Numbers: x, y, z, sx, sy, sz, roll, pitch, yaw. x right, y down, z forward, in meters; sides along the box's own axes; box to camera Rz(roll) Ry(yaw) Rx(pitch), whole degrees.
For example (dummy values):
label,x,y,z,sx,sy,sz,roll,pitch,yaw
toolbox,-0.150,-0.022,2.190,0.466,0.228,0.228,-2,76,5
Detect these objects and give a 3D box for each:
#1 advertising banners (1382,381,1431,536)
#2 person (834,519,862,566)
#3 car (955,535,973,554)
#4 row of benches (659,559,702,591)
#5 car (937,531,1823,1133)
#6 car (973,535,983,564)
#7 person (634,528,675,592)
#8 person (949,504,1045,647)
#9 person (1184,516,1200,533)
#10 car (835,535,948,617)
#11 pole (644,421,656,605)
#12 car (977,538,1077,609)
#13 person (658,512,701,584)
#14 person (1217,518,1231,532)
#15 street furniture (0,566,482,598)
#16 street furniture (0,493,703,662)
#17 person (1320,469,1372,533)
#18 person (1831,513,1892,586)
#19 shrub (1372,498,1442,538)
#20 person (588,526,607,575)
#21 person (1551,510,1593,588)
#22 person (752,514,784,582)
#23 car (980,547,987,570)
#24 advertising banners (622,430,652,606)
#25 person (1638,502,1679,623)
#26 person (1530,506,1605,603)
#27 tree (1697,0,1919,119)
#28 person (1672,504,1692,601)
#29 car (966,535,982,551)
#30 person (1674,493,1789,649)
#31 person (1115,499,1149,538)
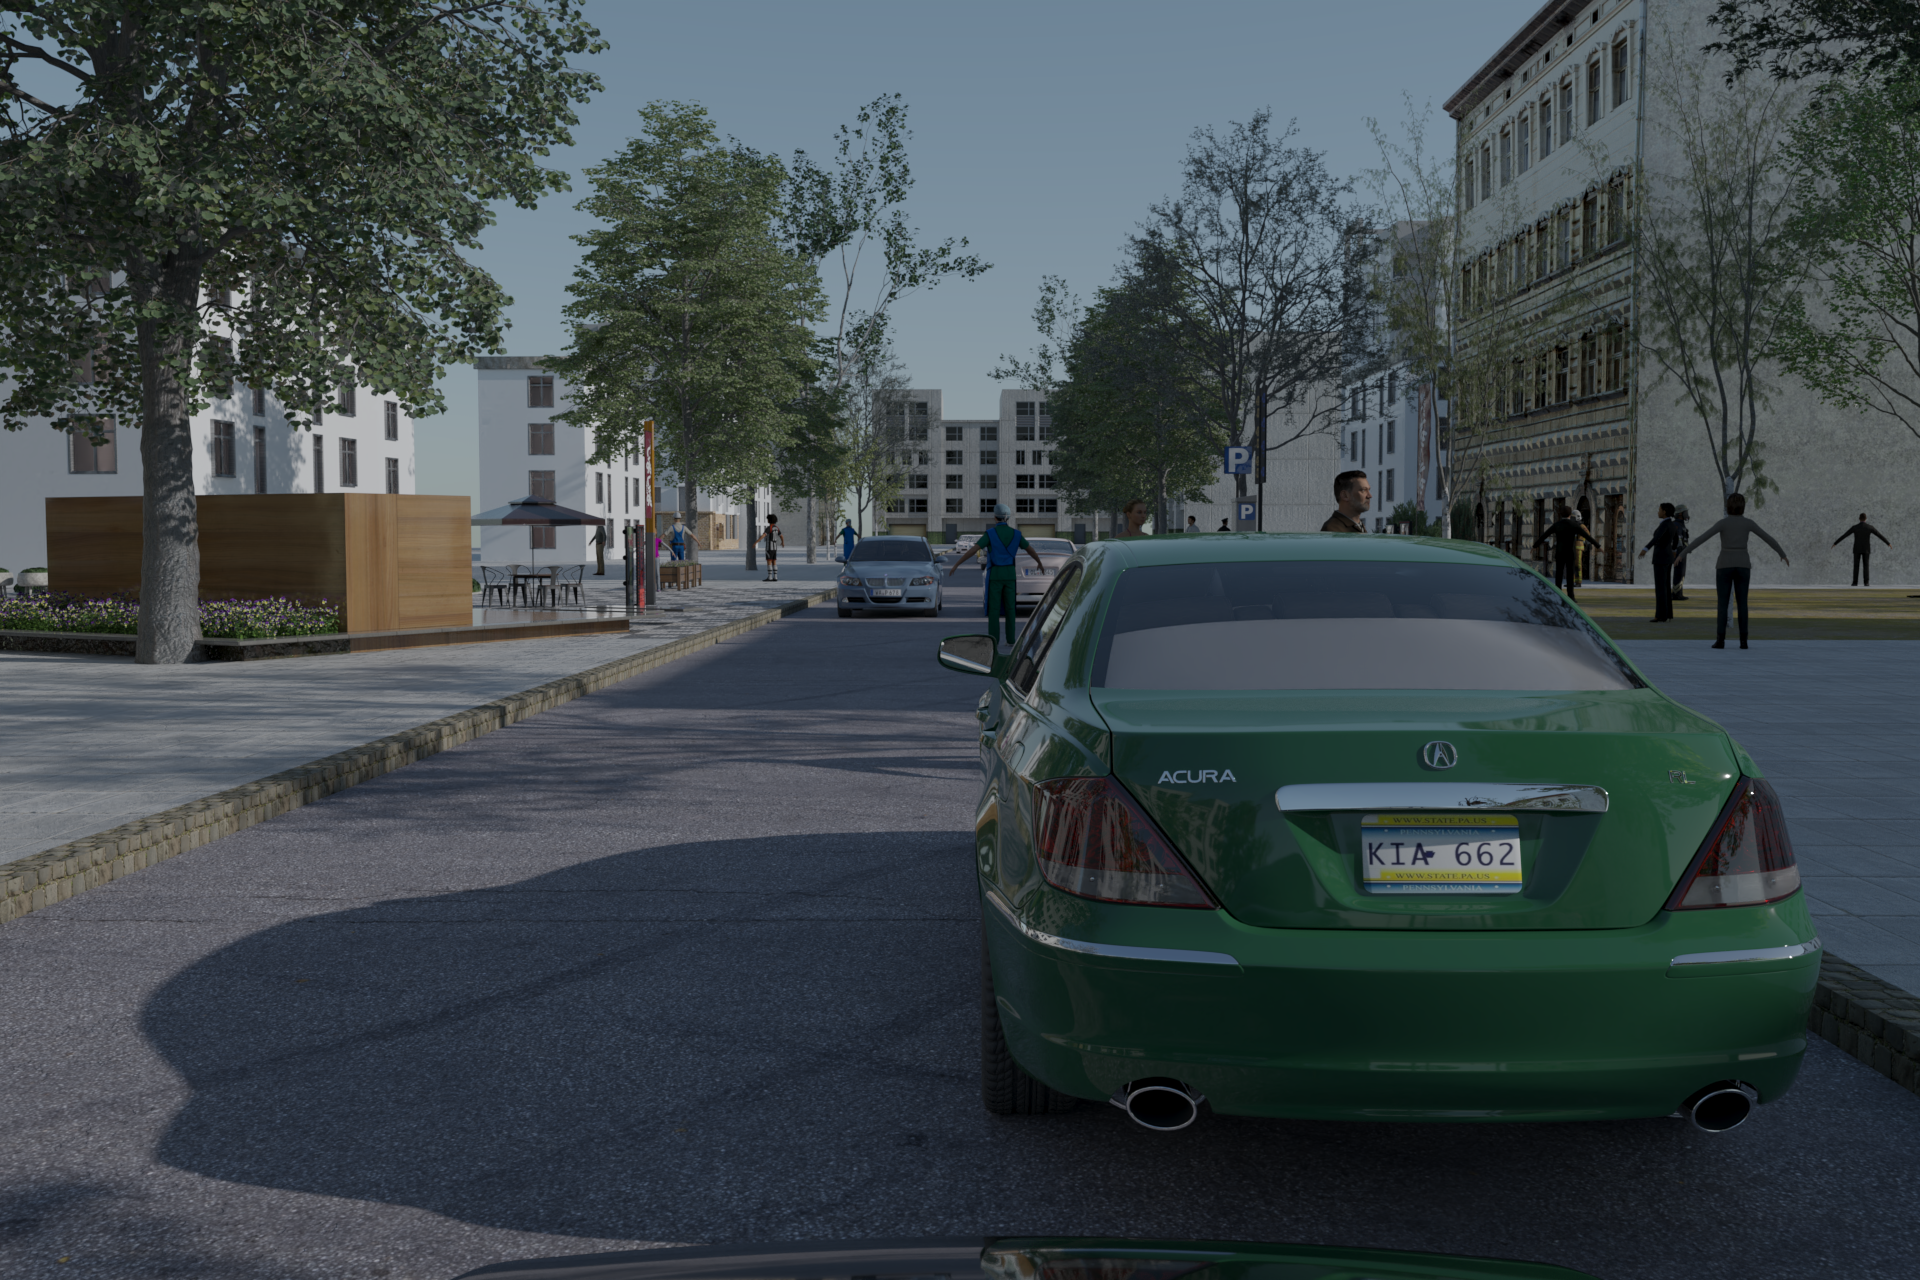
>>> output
label,x,y,z,sx,sy,sz,roll,pitch,yaw
advertising banners,5.384,-1.512,20.917,0.090,3.025,2.074,0,4,1
person,-3.840,-3.298,60.054,1.347,1.817,0.704,-3,4,-37
car,0.673,-7.040,127.472,2.083,1.381,4.827,0,4,1
row of benches,-6.680,-1.571,41.151,1.422,0.672,4.104,0,4,-1
car,0.973,0.373,5.696,2.131,1.459,4.920,0,4,1
car,1.665,-4.608,85.564,2.015,1.641,3.980,0,3,0
person,-6.752,-1.764,38.104,0.991,1.433,0.599,0,4,-2
person,0.512,-0.825,22.068,1.347,1.817,0.704,-2,4,-25
person,6.543,-2.629,49.170,0.705,1.806,1.347,-2,4,-27
car,-1.217,-1.182,31.326,2.014,1.417,4.499,0,4,1
pole,-5.609,-2.292,31.313,0.158,3.312,0.155,0,3,0
car,1.360,-1.181,31.679,2.083,1.381,4.827,0,3,0
person,-7.258,-2.358,44.416,1.347,1.847,0.705,-2,4,-25
person,8.996,-3.229,58.734,0.705,1.837,1.347,-3,4,-38
street furniture,-15.505,-1.260,36.234,10.072,0.657,5.734,1,4,9
street furniture,-9.499,-0.902,21.606,9.812,1.723,11.010,2,4,28
person,2.343,-0.104,10.302,0.704,1.812,1.346,3,4,36
person,22.222,-2.230,42.683,1.346,1.802,0.704,2,4,23
shrub,9.768,-2.067,37.840,1.661,2.075,1.752,0,3,0
person,-11.223,-2.910,53.844,0.705,1.796,1.348,-2,4,-32
person,14.753,-2.193,41.622,0.705,1.858,1.354,-1,4,-22
person,-5.105,-2.478,46.657,0.704,1.843,1.345,2,4,31
car,1.689,-3.674,69.853,2.009,1.686,4.222,0,4,0
advertising banners,-5.321,-1.990,28.731,0.090,3.025,2.074,0,4,3
person,10.164,-1.130,25.203,0.721,1.740,1.216,3,5,43
person,11.257,-1.590,32.182,1.347,1.806,0.705,2,4,32
tree,8.015,-4.634,10.171,7.601,10.594,8.767,-1,4,-9
person,13.959,-1.696,33.514,0.705,1.856,1.354,2,4,29
car,1.438,-6.421,117.347,2.083,1.381,4.827,0,4,1
person,8.645,-0.773,19.398,1.215,1.744,0.721,1,4,11
person,1.564,-0.344,14.879,1.217,1.733,0.721,-2,4,-34
